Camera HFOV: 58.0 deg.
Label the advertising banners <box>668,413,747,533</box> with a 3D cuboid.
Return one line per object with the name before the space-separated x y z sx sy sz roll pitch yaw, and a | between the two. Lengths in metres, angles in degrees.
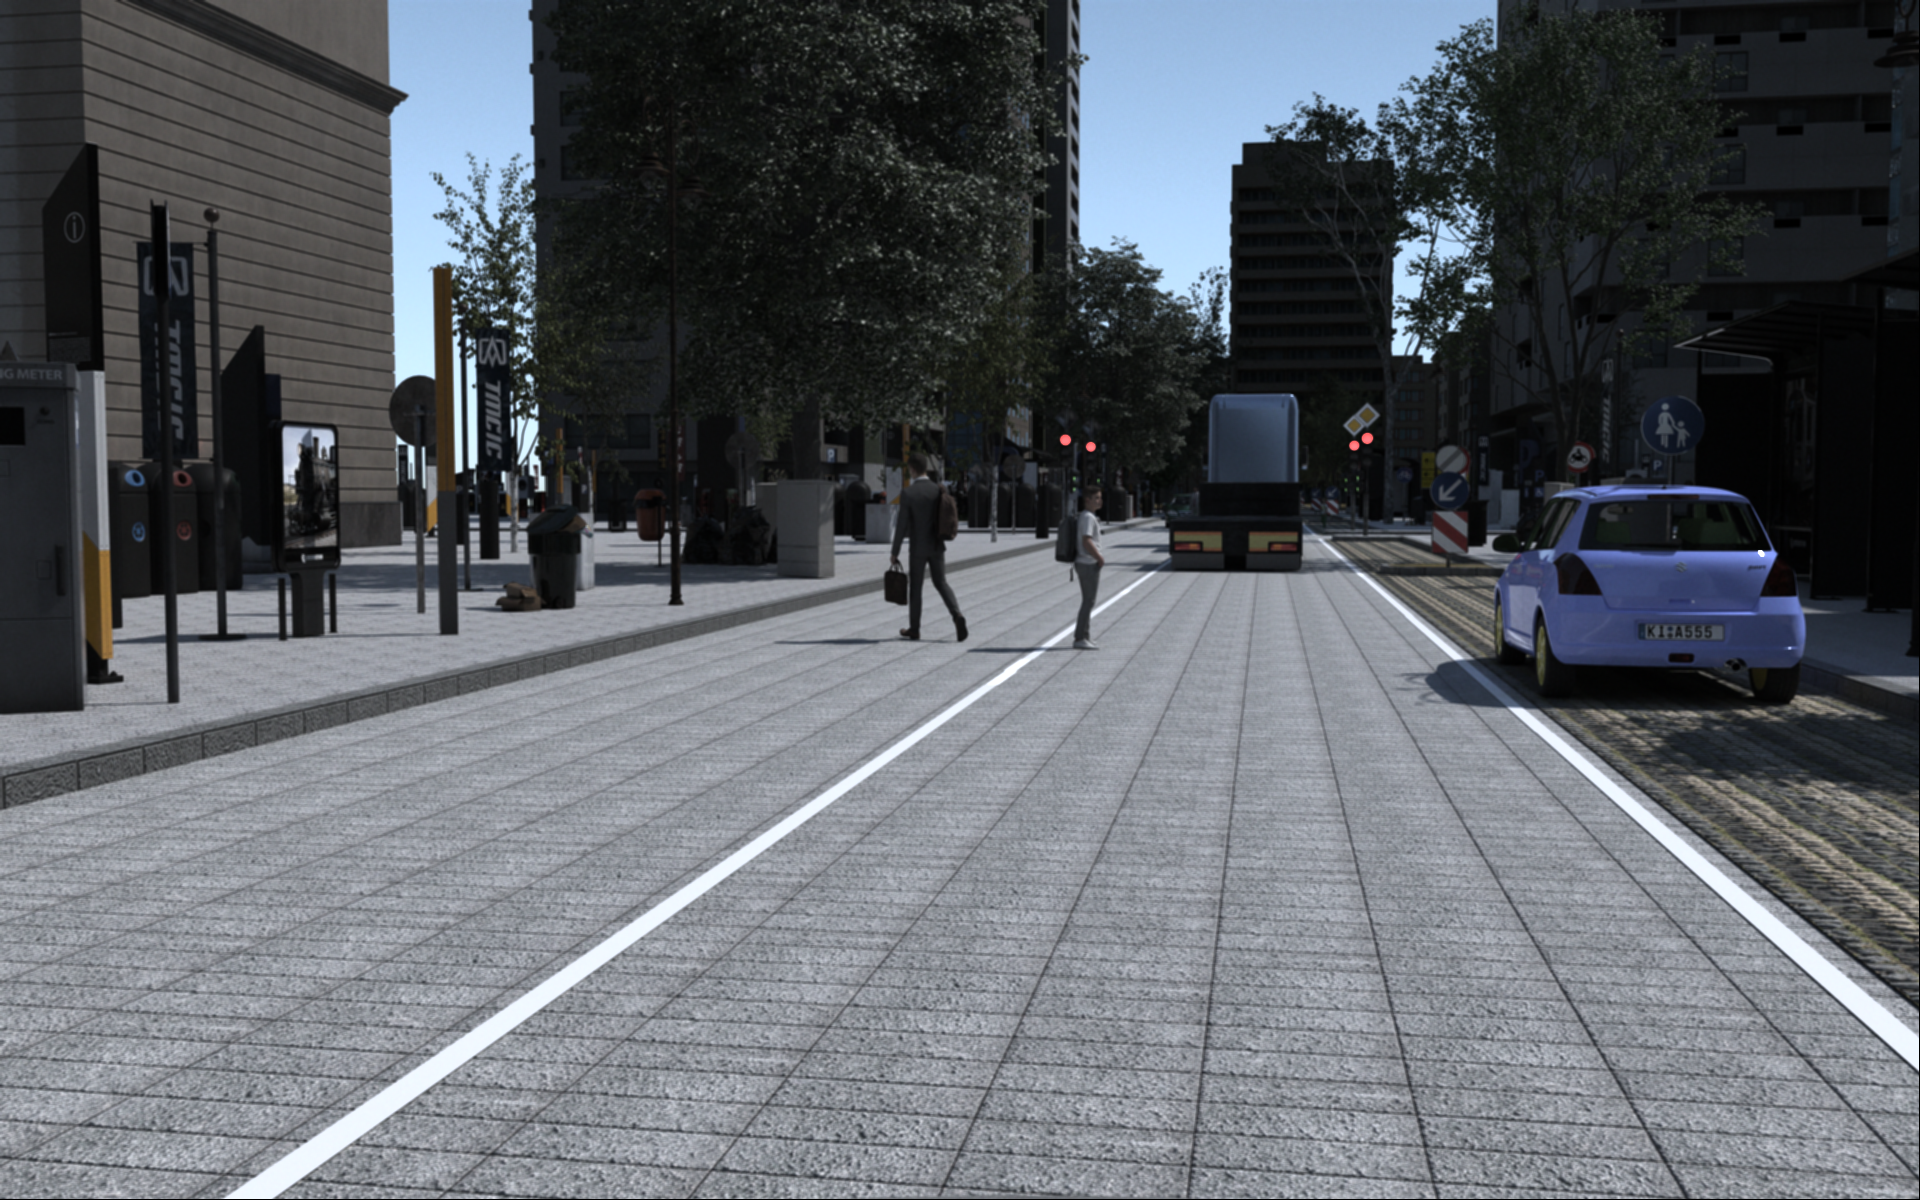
advertising banners | -5.366 -2.466 36.513 2.074 3.025 0.090 2 4 29

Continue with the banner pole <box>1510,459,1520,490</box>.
banner pole | 39.404 -8.148 123.244 0.863 3.779 0.401 1 4 20

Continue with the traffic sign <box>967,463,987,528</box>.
traffic sign | 0.616 -3.872 64.496 0.795 2.450 0.064 1 4 20

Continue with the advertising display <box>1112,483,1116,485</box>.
advertising display | 8.917 -5.861 101.048 0.974 1.923 0.123 1 4 8

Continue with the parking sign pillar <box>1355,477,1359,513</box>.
parking sign pillar | 27.640 -8.061 120.266 1.447 3.967 1.447 1 4 22

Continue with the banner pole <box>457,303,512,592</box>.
banner pole | -6.336 -2.016 22.981 0.863 3.779 0.401 -2 4 -33

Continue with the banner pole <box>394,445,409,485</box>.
banner pole | -24.911 -5.322 77.039 0.863 3.779 0.401 0 4 6

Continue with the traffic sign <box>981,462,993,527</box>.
traffic sign | 1.125 -4.172 68.316 0.768 2.556 0.104 1 4 11

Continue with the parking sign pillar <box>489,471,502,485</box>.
parking sign pillar | -34.177 -8.466 126.893 1.447 3.967 1.447 2 4 34

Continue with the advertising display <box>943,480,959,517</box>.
advertising display | -0.419 -4.465 78.219 0.123 1.923 0.974 -3 5 -45

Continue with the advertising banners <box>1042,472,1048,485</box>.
advertising banners | 7.622 -8.705 138.507 2.074 3.025 0.090 0 3 0

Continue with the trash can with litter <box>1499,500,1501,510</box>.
trash can with litter | 28.707 -4.970 92.642 0.624 1.170 1.055 2 4 35

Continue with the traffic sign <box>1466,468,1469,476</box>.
traffic sign | 17.741 -3.769 61.729 0.768 2.556 0.104 1 4 15

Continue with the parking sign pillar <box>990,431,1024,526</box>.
parking sign pillar | 1.904 -4.983 69.947 1.447 3.967 1.447 1 4 12

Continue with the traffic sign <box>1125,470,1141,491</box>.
traffic sign | 9.399 -5.749 94.005 0.884 2.594 0.081 1 4 12

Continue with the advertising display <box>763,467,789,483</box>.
advertising display | -4.359 -2.200 41.190 0.123 1.923 0.974 2 4 26

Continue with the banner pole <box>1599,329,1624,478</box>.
banner pole | 10.010 -2.241 26.660 0.401 3.779 0.863 0 4 -3

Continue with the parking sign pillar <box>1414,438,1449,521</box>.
parking sign pillar | 22.962 -5.809 83.445 1.447 3.967 1.447 3 5 40

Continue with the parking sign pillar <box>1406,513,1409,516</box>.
parking sign pillar | 26.532 -6.825 100.055 1.447 3.967 1.447 2 4 30

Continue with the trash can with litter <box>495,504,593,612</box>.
trash can with litter | -4.619 -0.479 19.216 0.624 1.170 1.055 2 4 27

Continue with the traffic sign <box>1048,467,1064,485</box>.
traffic sign | 3.666 -3.922 66.257 0.606 2.300 0.079 1 4 16

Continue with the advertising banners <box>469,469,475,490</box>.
advertising banners | -34.168 -7.497 118.762 2.074 3.025 0.090 -3 5 -41

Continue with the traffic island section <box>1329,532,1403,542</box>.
traffic island section | 12.491 -1.895 53.262 2.009 0.180 2.903 1 4 10

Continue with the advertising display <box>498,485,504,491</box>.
advertising display | -32.838 -7.195 122.845 0.974 1.923 0.123 1 4 12

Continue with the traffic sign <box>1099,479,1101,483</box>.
traffic sign | 9.099 -6.803 111.328 0.768 2.556 0.104 1 4 15

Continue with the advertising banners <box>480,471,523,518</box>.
advertising banners | -23.889 -5.729 89.857 2.074 3.025 0.090 0 4 -6

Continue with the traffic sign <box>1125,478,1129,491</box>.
traffic sign | 13.189 -8.316 136.072 0.768 2.556 0.104 1 4 19

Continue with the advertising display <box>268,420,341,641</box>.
advertising display | -5.872 -0.632 15.555 0.123 1.923 0.974 1 4 9

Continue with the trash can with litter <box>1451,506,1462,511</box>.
trash can with litter | 14.846 -2.424 51.015 0.624 1.170 1.055 -1 4 -9

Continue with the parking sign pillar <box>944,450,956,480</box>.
parking sign pillar | -0.574 -6.874 100.855 1.447 3.967 1.447 1 4 12

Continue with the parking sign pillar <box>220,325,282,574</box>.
parking sign pillar | -11.593 -2.432 28.239 1.447 3.967 1.447 3 4 38

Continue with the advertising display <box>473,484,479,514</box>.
advertising display | -31.831 -6.668 114.241 0.123 1.923 0.974 1 4 15

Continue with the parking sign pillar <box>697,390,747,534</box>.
parking sign pillar | -5.970 -3.360 43.406 1.447 3.967 1.447 2 4 35

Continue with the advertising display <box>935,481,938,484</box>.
advertising display | -0.808 -5.109 88.753 0.974 1.923 0.123 -2 4 -31

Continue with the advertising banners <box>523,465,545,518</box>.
advertising banners | -23.421 -5.918 92.951 2.074 3.025 0.090 0 4 7

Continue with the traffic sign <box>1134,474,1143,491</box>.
traffic sign | 10.914 -6.544 107.100 0.768 2.556 0.104 1 4 14

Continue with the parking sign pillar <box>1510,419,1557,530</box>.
parking sign pillar | 20.338 -4.469 61.537 1.447 3.967 1.447 0 4 -4

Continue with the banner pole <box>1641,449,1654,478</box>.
banner pole | 37.970 -6.453 95.529 0.401 3.779 0.863 -3 5 -45

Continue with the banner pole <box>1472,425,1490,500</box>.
banner pole | 18.781 -4.443 62.658 0.863 3.779 0.401 -1 4 -19

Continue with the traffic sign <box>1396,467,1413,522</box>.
traffic sign | 20.752 -4.942 80.906 0.768 2.556 0.104 1 4 16

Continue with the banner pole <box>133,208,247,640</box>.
banner pole | -6.772 -1.542 15.221 0.863 3.779 0.401 -1 4 -8

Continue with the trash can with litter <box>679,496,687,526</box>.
trash can with litter | -10.951 -3.605 69.996 1.678 1.210 2.233 1 4 12

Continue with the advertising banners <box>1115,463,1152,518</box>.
advertising banners | 9.323 -5.945 93.389 2.074 3.025 0.090 1 4 15

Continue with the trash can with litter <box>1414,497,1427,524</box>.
trash can with litter | 19.294 -3.756 72.791 0.624 1.170 1.055 1 4 15

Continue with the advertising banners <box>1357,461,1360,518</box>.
advertising banners | 21.697 -5.929 93.133 0.090 3.025 2.074 2 4 35

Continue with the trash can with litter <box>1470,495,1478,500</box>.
trash can with litter | 30.306 -5.623 102.996 1.678 1.210 2.233 -3 5 -40

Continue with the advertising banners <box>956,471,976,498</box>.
advertising banners | 0.474 -8.088 128.422 0.090 3.025 2.074 -3 5 -44

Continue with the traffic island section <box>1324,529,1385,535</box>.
traffic island section | 13.883 -2.376 61.125 2.009 0.180 2.903 1 4 10

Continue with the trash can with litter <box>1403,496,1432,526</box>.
trash can with litter | 19.014 -3.635 70.496 2.233 1.210 1.678 0 4 1

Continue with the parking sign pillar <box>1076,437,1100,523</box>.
parking sign pillar | 5.549 -5.433 77.294 1.447 3.967 1.447 2 4 28

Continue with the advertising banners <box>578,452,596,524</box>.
advertising banners | -15.765 -4.708 73.157 0.090 3.025 2.074 0 4 6
